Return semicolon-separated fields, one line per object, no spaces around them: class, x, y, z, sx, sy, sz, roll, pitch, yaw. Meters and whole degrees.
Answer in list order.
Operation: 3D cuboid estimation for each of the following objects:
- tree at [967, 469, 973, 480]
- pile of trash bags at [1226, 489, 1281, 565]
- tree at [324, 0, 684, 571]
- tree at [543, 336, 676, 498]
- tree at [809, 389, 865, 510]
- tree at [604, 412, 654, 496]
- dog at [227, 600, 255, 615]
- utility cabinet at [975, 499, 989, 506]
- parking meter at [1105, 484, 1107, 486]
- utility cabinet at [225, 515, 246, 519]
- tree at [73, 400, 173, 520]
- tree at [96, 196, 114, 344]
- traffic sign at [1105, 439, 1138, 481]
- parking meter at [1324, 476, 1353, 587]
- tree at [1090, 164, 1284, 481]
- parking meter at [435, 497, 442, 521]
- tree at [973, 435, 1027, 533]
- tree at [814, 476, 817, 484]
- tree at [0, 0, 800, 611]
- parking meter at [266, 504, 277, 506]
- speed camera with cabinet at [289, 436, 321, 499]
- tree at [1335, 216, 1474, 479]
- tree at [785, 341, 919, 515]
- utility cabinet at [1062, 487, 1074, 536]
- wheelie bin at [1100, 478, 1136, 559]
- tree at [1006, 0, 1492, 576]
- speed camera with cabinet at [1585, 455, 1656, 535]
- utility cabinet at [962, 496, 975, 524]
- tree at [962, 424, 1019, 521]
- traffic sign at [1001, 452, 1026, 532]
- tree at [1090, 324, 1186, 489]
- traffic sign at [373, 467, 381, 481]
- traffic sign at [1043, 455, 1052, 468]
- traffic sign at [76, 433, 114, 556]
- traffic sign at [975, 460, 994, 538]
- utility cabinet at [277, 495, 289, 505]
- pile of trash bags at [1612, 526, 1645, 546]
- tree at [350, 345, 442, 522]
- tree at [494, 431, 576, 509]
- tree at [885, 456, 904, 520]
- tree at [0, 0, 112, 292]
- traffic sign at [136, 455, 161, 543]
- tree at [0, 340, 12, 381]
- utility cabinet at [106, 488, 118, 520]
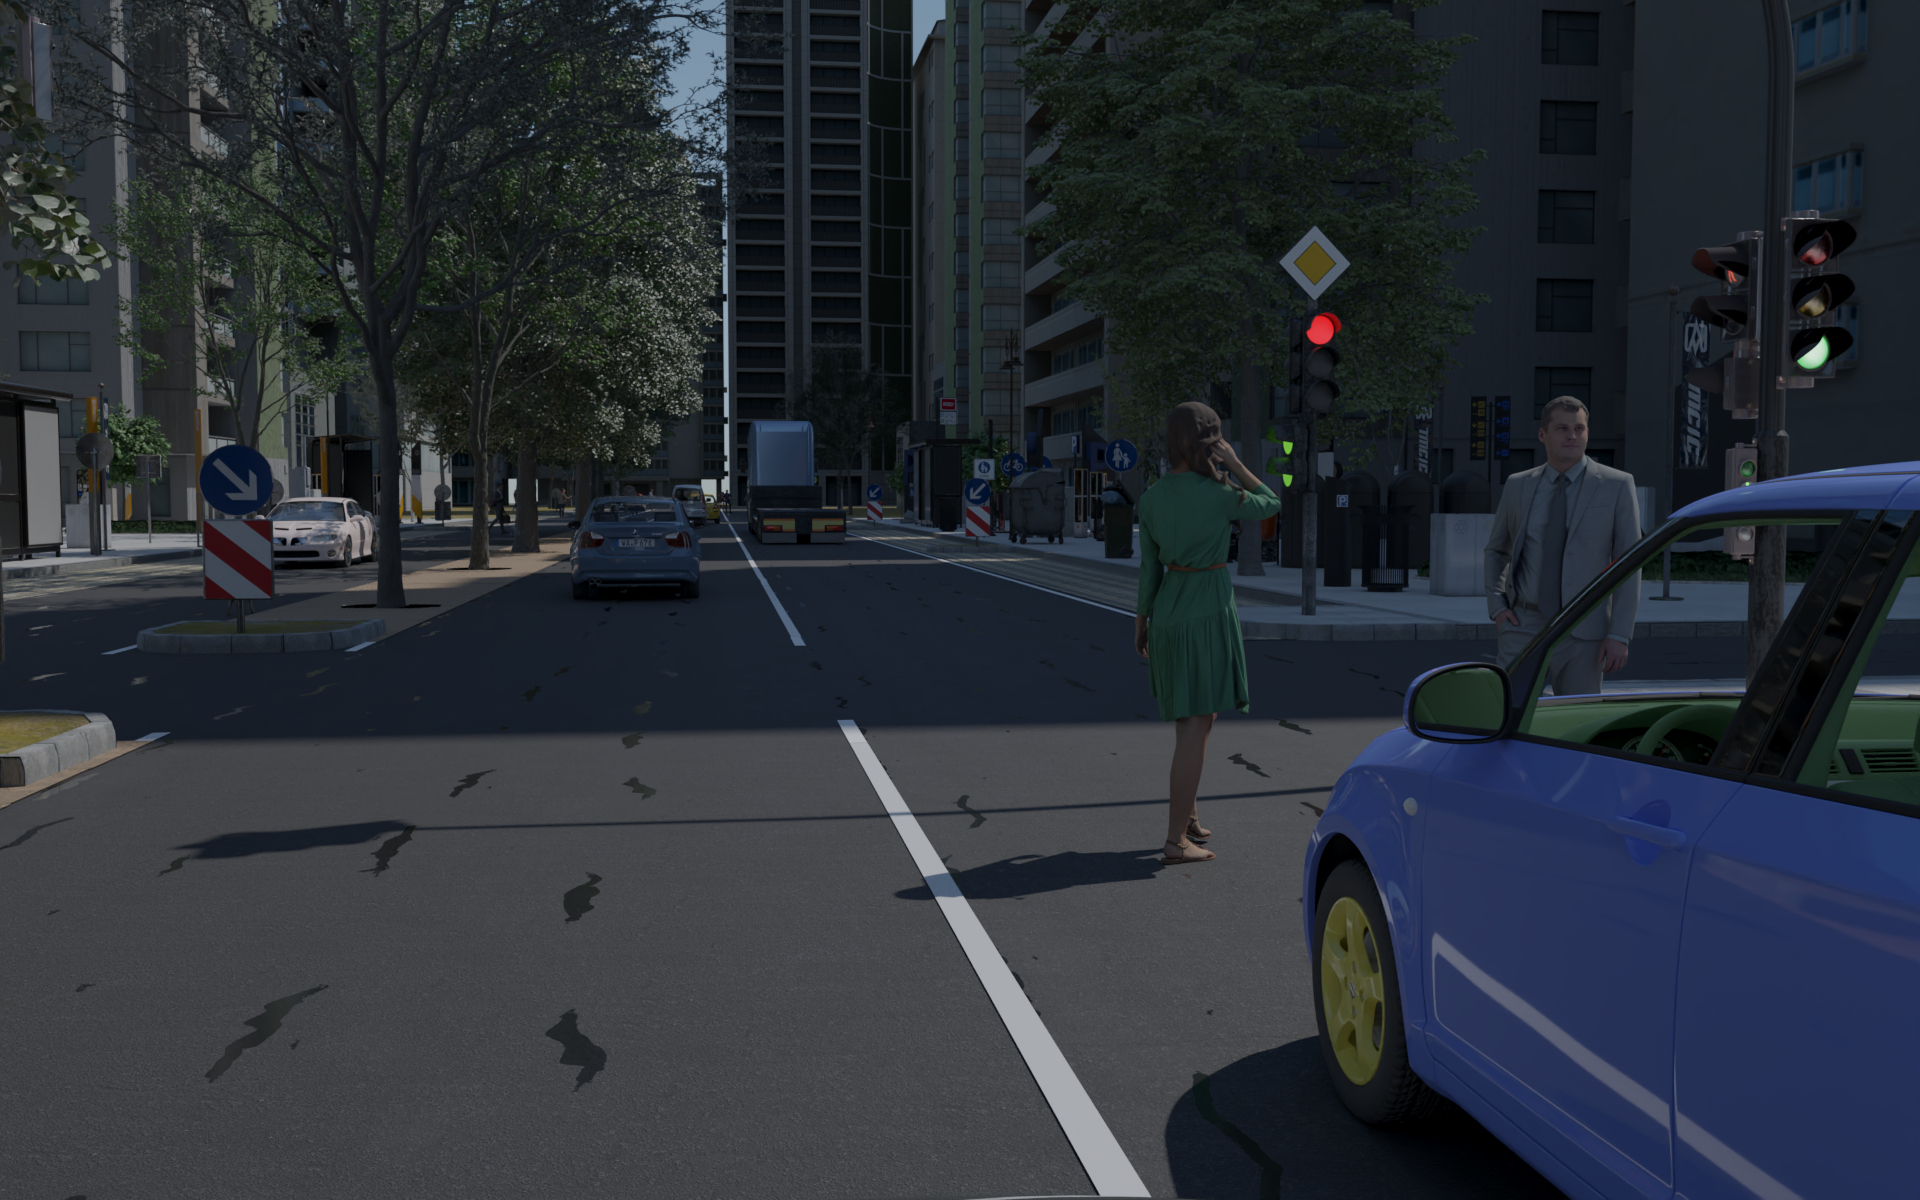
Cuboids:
tree;1.160;-4.972;75.900;1.663;3.219;1.824;0;3;0
pile of trash bags;5.185;-1.393;32.526;1.912;1.369;3.447;-1;4;-13
tree;-8.907;-6.355;32.115;9.928;11.665;9.643;0;3;0
tree;-15.034;-9.238;71.624;7.486;12.596;7.792;0;3;0
tree;-8.095;-10.085;115.255;4.360;8.622;3.978;0;3;0
tree;-15.524;-7.672;78.251;4.360;8.622;3.978;0;3;0
dog;-8.549;-0.079;20.579;0.406;0.507;0.540;-3;5;-41
utility cabinet;0.987;-3.827;71.258;0.318;1.500;1.173;2;4;25
parking meter;3.830;-2.150;43.559;0.372;1.533;0.369;0;3;0
utility cabinet;-26.404;-3.191;63.330;1.020;1.237;0.306;1;4;21
tree;-29.372;-4.710;60.722;4.285;4.588;4.351;0;3;0
tree;-21.709;-7.755;52.543;9.928;11.665;9.643;0;3;0
traffic sign;3.728;-2.451;40.183;0.768;2.556;0.104;0;4;-5
parking meter;5.245;-0.955;24.023;0.372;1.533;0.369;0;3;0
tree;4.537;-5.297;36.975;4.360;8.622;3.978;0;3;0
parking meter;-24.944;-4.563;83.015;0.372;1.533;0.369;0;3;0
tree;1.434;-3.832;57.257;1.663;3.219;1.824;0;3;0
tree;-15.013;-10.965;162.992;4.285;4.588;4.351;0;3;0
tree;-7.078;-6.626;21.159;12.009;13.543;11.850;0;3;0
parking meter;-19.673;-2.518;49.579;0.372;1.533;0.369;0;3;0
speed camera with cabinet;-22.766;-4.027;60.179;0.660;3.252;2.038;0;4;-6
tree;11.298;-5.785;44.954;4.737;8.622;4.395;0;3;0
tree;-6.587;-10.434;105.012;8.767;10.594;7.601;0;4;2
utility cabinet;2.981;-2.683;52.547;0.318;1.500;1.173;-3;4;-38
wheelie bin;3.164;-1.635;34.646;0.693;1.594;0.980;1;4;9
tree;4.185;-6.666;27.109;7.486;12.596;7.792;0;3;0
speed camera with cabinet;15.164;-2.826;40.534;2.038;3.252;0.660;3;5;42
utility cabinet;0.489;-3.846;74.051;0.306;1.237;1.020;3;5;44
tree;1.230;-5.983;81.542;4.285;4.588;4.351;0;3;0
traffic sign;1.623;-3.237;53.024;0.768;2.556;0.104;0;4;-4
tree;7.525;-7.359;70.686;4.737;8.622;4.395;0;3;0
traffic sign;-23.275;-4.281;69.993;0.884;2.594;0.081;0;4;-1
traffic sign;2.601;-3.431;56.207;0.768;2.556;0.104;0;4;-7
traffic sign;-17.916;-2.189;35.890;0.768;2.556;0.104;0;4;-4
traffic sign;0.706;-2.970;50.690;0.606;2.300;0.079;0;4;-5
utility cabinet;-30.043;-4.011;76.739;0.306;1.237;1.020;1;4;17
pile of trash bags;14.310;-1.680;37.224;3.447;1.369;1.912;1;4;12
tree;-25.232;-7.864;78.931;4.360;8.622;3.978;0;3;0
tree;-35.437;-13.212;150.434;7.601;10.594;8.767;2;4;24
tree;-3.055;-5.669;87.290;1.663;3.219;1.824;0;3;0
tree;-5.169;-5.833;4.488;9.857;13.997;8.962;0;3;0
traffic sign;-21.084;-2.624;45.030;0.606;2.300;0.079;0;4;-8
tree;-35.505;-6.793;61.435;4.360;8.622;3.978;0;3;0
utility cabinet;-31.304;-3.327;63.069;1.173;1.500;0.318;1;4;11
